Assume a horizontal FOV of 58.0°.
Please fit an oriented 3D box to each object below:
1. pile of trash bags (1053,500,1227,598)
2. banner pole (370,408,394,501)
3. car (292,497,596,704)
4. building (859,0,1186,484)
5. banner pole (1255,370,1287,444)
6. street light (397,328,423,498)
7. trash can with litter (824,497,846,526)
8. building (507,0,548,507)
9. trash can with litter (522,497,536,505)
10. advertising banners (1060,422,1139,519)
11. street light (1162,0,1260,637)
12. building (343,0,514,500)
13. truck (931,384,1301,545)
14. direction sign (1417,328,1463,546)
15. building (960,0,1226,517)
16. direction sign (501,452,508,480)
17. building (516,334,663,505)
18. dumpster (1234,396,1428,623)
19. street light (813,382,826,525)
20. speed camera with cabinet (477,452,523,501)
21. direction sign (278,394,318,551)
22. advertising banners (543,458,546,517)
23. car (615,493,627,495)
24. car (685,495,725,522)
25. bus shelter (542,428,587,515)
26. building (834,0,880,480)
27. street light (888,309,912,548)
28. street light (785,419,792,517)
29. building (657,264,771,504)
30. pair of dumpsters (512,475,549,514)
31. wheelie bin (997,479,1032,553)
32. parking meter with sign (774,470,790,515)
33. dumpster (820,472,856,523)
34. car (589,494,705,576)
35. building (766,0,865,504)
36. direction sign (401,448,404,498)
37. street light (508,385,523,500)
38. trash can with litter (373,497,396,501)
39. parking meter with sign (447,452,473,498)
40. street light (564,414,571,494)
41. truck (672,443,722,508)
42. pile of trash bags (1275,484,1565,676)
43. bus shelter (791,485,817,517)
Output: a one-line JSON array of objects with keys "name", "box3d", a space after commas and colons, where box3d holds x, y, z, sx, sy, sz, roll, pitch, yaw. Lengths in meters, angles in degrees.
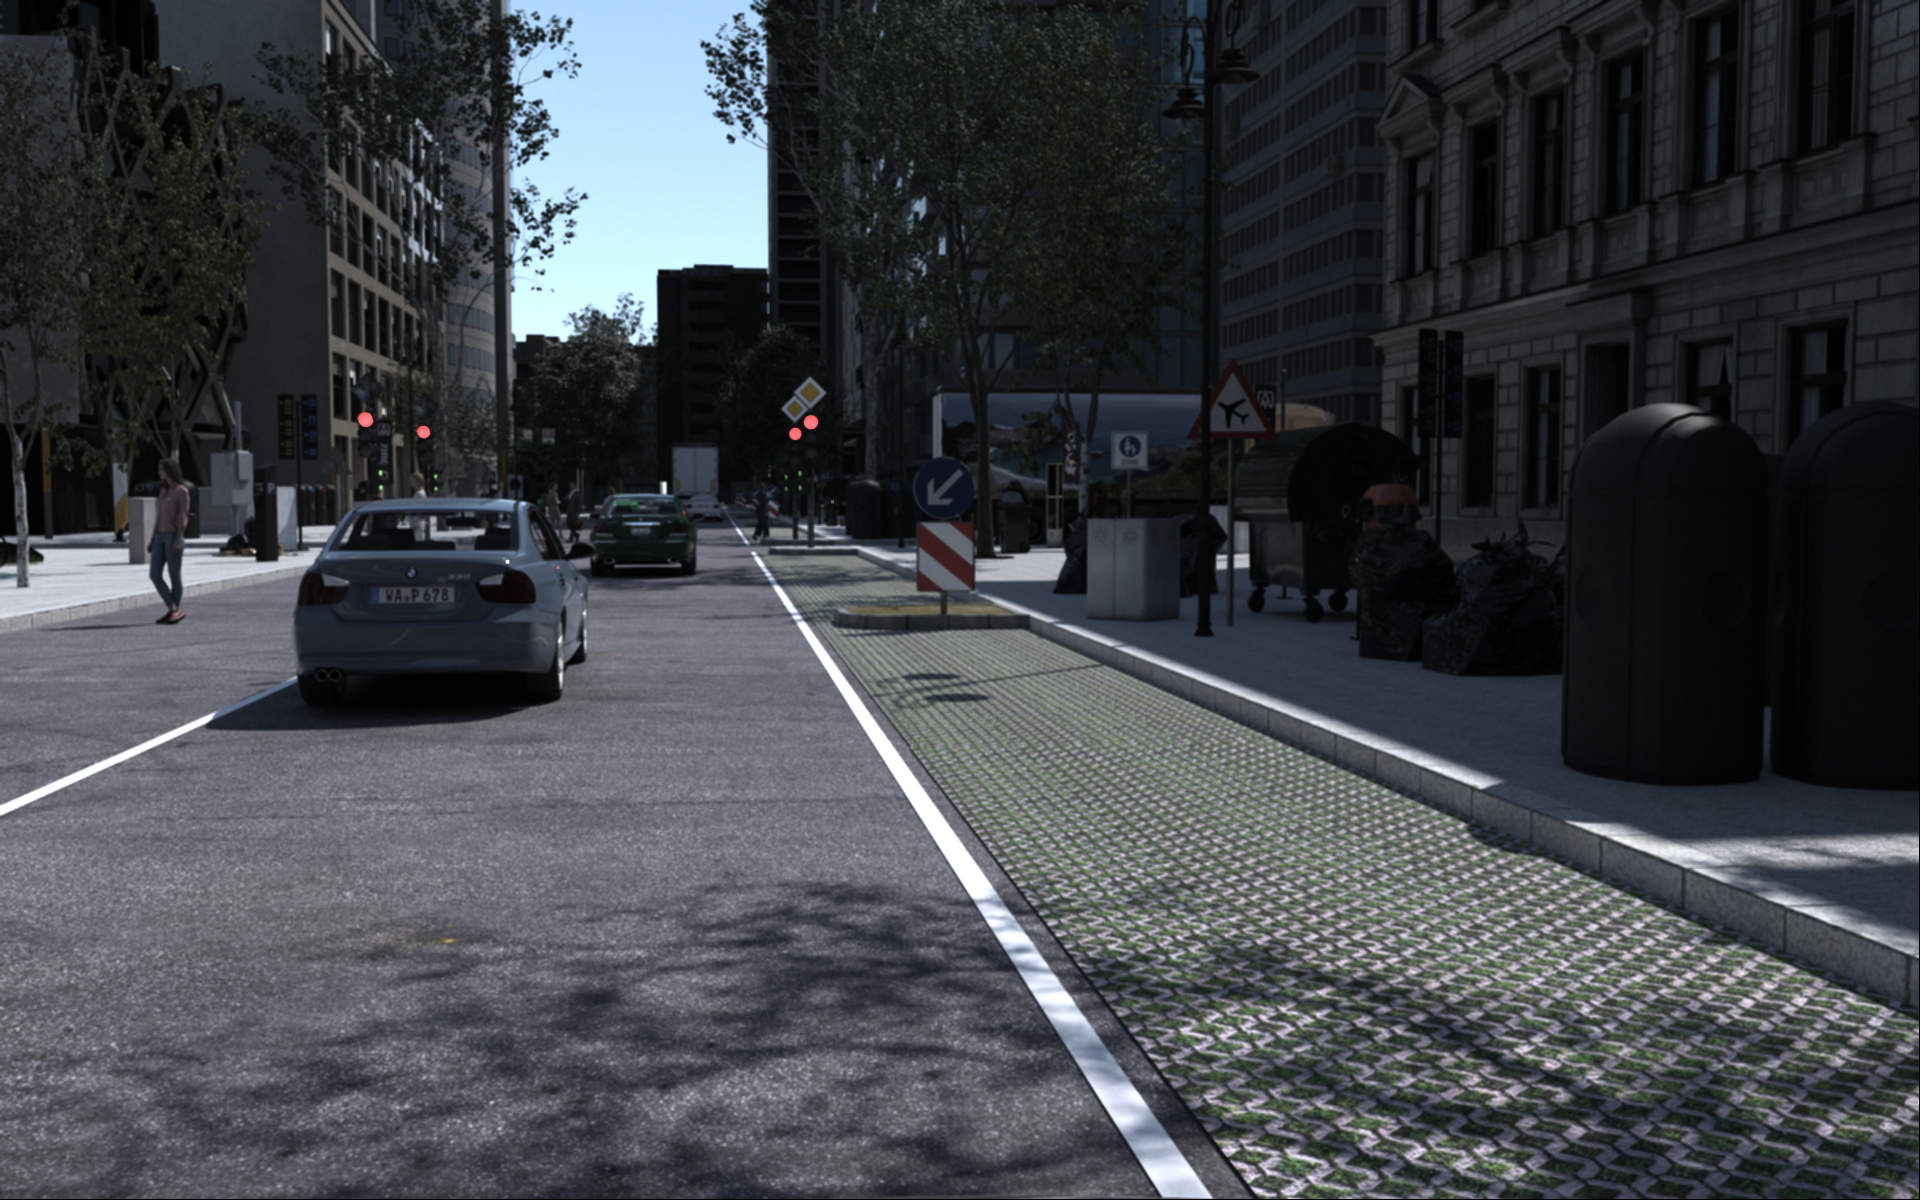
[{"name": "pile of trash bags", "box3d": [2.806, -0.748, 21.987, 3.447, 1.369, 1.912, 3, 5, 44]}, {"name": "banner pole", "box3d": [-17.038, -3.719, 50.828, 0.863, 3.779, 0.401, -3, 4, -38]}, {"name": "car", "box3d": [-3.825, -0.073, 13.194, 2.014, 1.417, 4.499, -1, 4, -9]}, {"name": "building", "box3d": [3.679, -32.474, 150.552, 23.786, 49.044, 30.456, 0, 4, -8]}, {"name": "banner pole", "box3d": [6.305, -2.750, 34.986, 0.863, 3.779, 0.401, -1, 4, -17]}, {"name": "street light", "box3d": [-15.297, -4.619, 48.307, 0.468, 5.910, 1.993, 0, 4, -8]}, {"name": "trash can with litter", "box3d": [-4.871, -3.523, 68.993, 1.055, 1.170, 0.624, 1, 4, 13]}, {"name": "building", "box3d": [-57.573, -52.665, 173.742, 31.000, 86.520, 22.319, 0, 4, -8]}, {"name": "trash can with litter", "box3d": [-19.263, -4.046, 77.534, 0.624, 1.170, 1.055, 0, 4, 1]}, {"name": "advertising banners", "box3d": [3.356, -2.800, 41.966, 2.074, 3.025, 0.090, 2, 4, 29]}, {"name": "street light", "box3d": [2.208, -2.612, 15.490, 0.468, 5.910, 1.993, 0, 4, -8]}, {"name": "building", "box3d": [-46.858, -36.112, 132.430, 21.231, 58.520, 28.212, 0, 4, -8]}, {"name": "truck", "box3d": [4.957, -3.498, 46.108, 11.283, 4.237, 2.839, 0, 4, -7]}, {"name": "direction sign", "box3d": [6.637, -1.956, 23.985, 0.876, 3.537, 0.379, -2, 4, -34]}, {"name": "building", "box3d": [7.882, -29.944, 109.193, 23.786, 49.044, 30.456, 0, 4, -8]}, {"name": "direction sign", "box3d": [-24.789, -6.262, 94.382, 0.379, 3.537, 0.876, 0, 4, 6]}, {"name": "building", "box3d": [-53.684, -23.231, 224.870, 28.899, 21.520, 27.650, 0, 4, -8]}, {"name": "dumpster", "box3d": [3.822, -0.950, 18.028, 1.502, 2.255, 1.985, 0, 4, -8]}, {"name": "street light", "box3d": [-5.814, -6.033, 71.431, 0.468, 5.910, 1.993, 0, 4, -8]}, {"name": "speed camera with cabinet", "box3d": [-21.472, -5.294, 80.893, 2.038, 3.252, 0.660, -1, 4, -11]}, {"name": "direction sign", "box3d": [-15.013, -2.895, 39.333, 0.876, 3.537, 0.379, 0, 4, 0]}, {"name": "advertising banners", "box3d": [-19.986, -5.333, 83.385, 0.090, 3.025, 2.074, -1, 4, -10]}, {"name": "car", "box3d": [-21.116, -6.129, 109.003, 1.959, 1.807, 4.718, -1, 4, -10]}, {"name": "car", "box3d": [-13.306, -4.759, 90.173, 2.083, 1.381, 4.827, 0, 4, -6]}, {"name": "bus shelter", "box3d": [-24.770, -8.002, 108.458, 2.179, 5.291, 8.768, 0, 4, -8]}, {"name": "building", "box3d": [2.109, -36.151, 180.305, 28.713, 52.752, 27.495, 0, 4, -8]}, {"name": "street light", "box3d": [-1.402, -4.188, 41.264, 0.468, 5.910, 1.993, 0, 4, -8]}, {"name": "street light", "box3d": [-9.525, -7.605, 97.126, 0.468, 5.910, 1.993, 0, 4, -8]}, {"name": "building", "box3d": [-31.467, -27.485, 221.081, 14.107, 30.474, 14.160, 0, 4, -8]}, {"name": "pair of dumpsters", "box3d": [-21.117, -5.039, 84.878, 1.574, 2.255, 4.437, 0, 4, -8]}, {"name": "wheelie bin", "box3d": [1.177, -1.818, 37.633, 0.693, 1.594, 0.980, -1, 4, -12]}, {"name": "parking meter with sign", "box3d": [-10.602, -6.763, 106.833, 1.738, 3.016, 0.543, 0, 4, -3]}, {"name": "dumpster", "box3d": [-5.405, -4.551, 76.897, 1.502, 2.255, 1.985, 0, 4, -8]}, {"name": "car", "box3d": [-5.763, -1.223, 31.796, 2.131, 1.459, 4.920, -1, 4, -8]}, {"name": "building", "box3d": [-14.492, -48.174, 225.895, 20.611, 71.187, 20.563, 0, 4, -8]}, {"name": "direction sign", "box3d": [-27.469, -5.708, 85.325, 0.379, 3.537, 0.876, -1, 4, -12]}, {"name": "street light", "box3d": [-18.896, -6.172, 73.694, 0.468, 5.910, 1.993, 0, 4, -8]}, {"name": "trash can with litter", "box3d": [-20.901, -3.129, 62.550, 0.624, 1.170, 1.055, 0, 4, 7]}, {"name": "parking meter with sign", "box3d": [-20.559, -4.630, 71.969, 1.738, 3.016, 0.543, -3, 4, -37]}, {"name": "street light", "box3d": [-22.601, -7.771, 99.840, 0.468, 5.910, 1.993, 0, 4, -8]}, {"name": "truck", "box3d": [-15.325, -6.855, 100.987, 2.839, 4.237, 11.283, 0, 4, -7]}, {"name": "pile of trash bags", "box3d": [4.013, -0.254, 13.900, 1.912, 1.369, 3.447, -1, 4, -11]}, {"name": "bus shelter", "box3d": [-9.325, -6.741, 101.493, 1.731, 3.624, 6.357, 0, 4, -8]}]
